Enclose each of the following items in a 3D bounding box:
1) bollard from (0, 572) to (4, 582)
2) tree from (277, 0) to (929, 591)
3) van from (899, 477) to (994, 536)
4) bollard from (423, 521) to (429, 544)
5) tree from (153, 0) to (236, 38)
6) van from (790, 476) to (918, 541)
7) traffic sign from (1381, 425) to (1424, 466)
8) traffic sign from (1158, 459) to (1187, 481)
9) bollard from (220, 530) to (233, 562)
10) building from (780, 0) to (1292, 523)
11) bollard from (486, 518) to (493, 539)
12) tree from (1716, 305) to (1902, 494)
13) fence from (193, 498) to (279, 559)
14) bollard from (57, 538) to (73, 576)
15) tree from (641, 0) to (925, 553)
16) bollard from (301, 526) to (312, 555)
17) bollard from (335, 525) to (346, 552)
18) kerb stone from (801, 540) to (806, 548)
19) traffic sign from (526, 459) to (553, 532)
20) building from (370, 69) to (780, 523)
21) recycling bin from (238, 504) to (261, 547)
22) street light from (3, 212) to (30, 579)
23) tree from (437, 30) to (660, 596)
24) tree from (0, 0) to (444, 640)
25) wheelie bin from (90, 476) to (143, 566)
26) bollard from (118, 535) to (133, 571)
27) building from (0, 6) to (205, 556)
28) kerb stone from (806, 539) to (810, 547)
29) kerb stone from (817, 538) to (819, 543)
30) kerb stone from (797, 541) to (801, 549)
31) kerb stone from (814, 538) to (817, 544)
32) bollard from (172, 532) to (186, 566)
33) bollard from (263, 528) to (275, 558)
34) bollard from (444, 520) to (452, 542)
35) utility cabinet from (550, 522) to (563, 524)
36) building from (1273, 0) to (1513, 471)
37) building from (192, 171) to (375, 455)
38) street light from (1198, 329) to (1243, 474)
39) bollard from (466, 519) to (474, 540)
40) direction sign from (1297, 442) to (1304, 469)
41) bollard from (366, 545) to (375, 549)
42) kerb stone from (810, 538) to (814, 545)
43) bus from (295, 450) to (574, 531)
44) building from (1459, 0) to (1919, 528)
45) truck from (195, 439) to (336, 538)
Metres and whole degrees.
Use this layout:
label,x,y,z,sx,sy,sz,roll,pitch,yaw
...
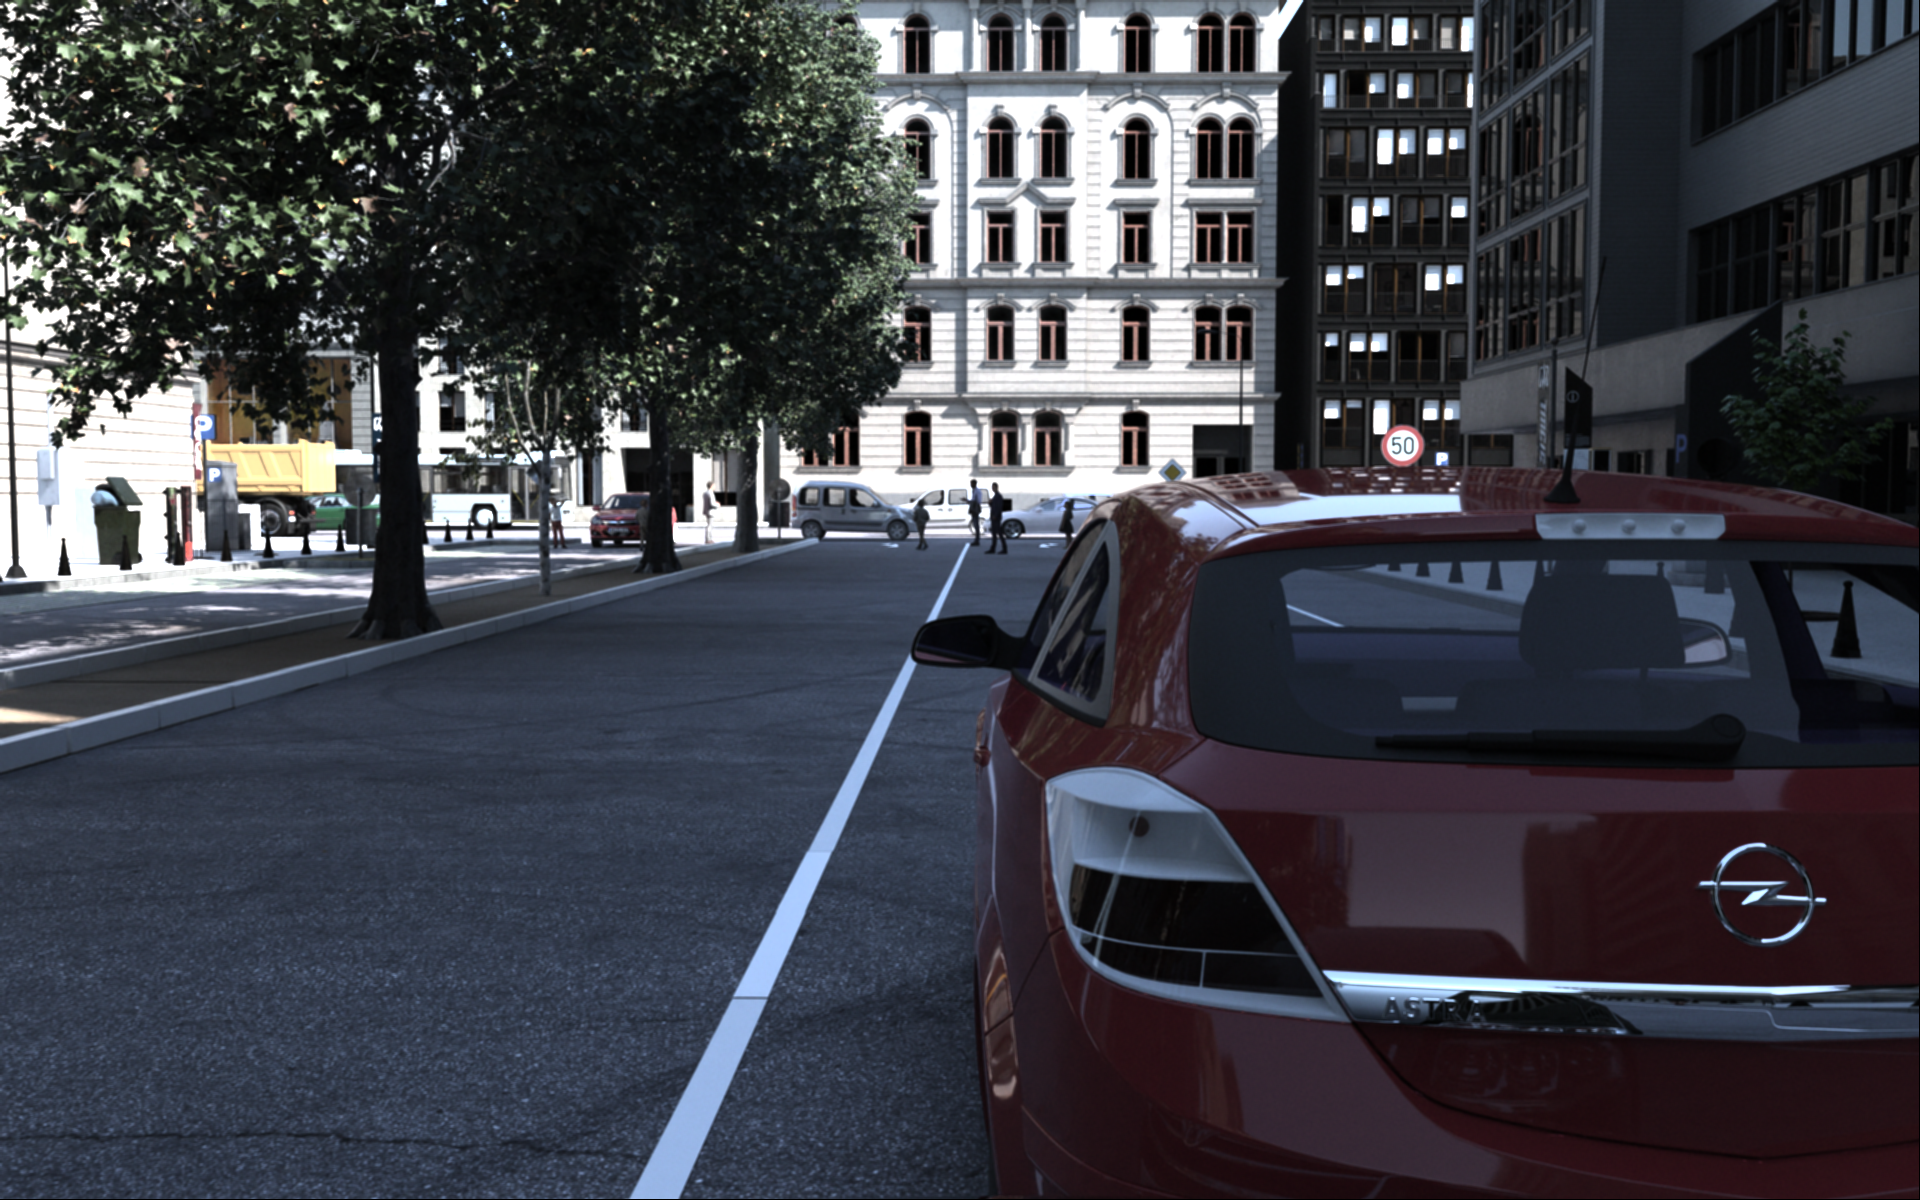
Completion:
label,x,y,z,sx,sy,sz,roll,pitch,yaw
bollard,-14.056,-0.560,25.199,0.229,0.601,0.229,0,3,0
tree,-5.455,-6.837,31.250,9.611,12.733,9.660,0,3,0
van,-0.701,-3.230,59.815,4.112,2.044,2.013,0,4,1
bollard,-13.704,-1.729,44.307,0.229,0.601,0.229,0,3,0
tree,-6.106,-5.711,6.198,12.009,13.543,11.850,0,3,0
van,-3.186,-2.859,53.761,4.112,2.044,2.013,0,4,2
traffic sign,8.131,-1.943,31.876,0.768,2.556,0.104,1,4,10
traffic sign,6.006,-2.776,49.031,0.795,2.450,0.064,0,4,1
bollard,-13.916,-1.028,32.843,0.229,0.601,0.229,0,3,0
building,3.069,-18.061,82.695,23.554,28.519,14.401,0,4,1
bollard,-13.599,-2.081,50.069,0.229,0.601,0.229,0,3,0
tree,8.717,-1.419,17.799,1.663,3.219,1.824,0,3,0
fence,-14.789,-1.473,35.285,0.480,1.192,2.264,1,4,13
bollard,-14.024,-0.677,27.108,0.229,0.601,0.229,0,3,0
tree,-5.242,-8.127,41.983,9.857,13.997,8.962,0,3,0
bollard,-13.847,-1.262,36.673,0.229,0.601,0.229,0,3,0
bollard,-13.810,-1.379,38.581,0.229,0.601,0.229,0,3,0
kerb stone,-4.278,-1.452,45.949,0.120,0.150,1.000,0,4,1
traffic sign,-11.984,-2.798,49.383,0.795,2.450,0.064,0,4,1
building,-17.183,-13.819,80.688,16.860,20.320,10.420,0,4,1
recycling bin,-17.426,-1.792,41.848,0.722,1.027,0.722,1,4,17
street light,-13.841,-3.282,26.195,1.470,5.913,1.316,0,4,1
tree,-5.835,-4.372,24.308,4.360,8.622,3.978,0,3,0
tree,-5.602,-5.972,17.105,9.611,12.733,9.660,0,3,0
wheelie bin,-15.233,-1.429,31.265,0.693,1.594,0.980,0,4,0
bollard,-13.988,-0.794,29.027,0.229,0.601,0.229,0,3,0
building,-28.894,-10.736,40.156,19.286,19.102,10.561,0,4,1
kerb stone,-4.259,-1.515,46.973,0.120,0.150,1.000,0,4,1
kerb stone,-4.195,-1.703,50.048,0.120,0.150,1.000,0,4,1
kerb stone,-4.299,-1.390,44.924,0.120,0.150,1.000,0,4,1
kerb stone,-4.219,-1.641,49.022,0.120,0.150,1.000,0,4,1
bollard,-13.953,-0.911,30.935,0.229,0.601,0.229,0,3,0
bollard,-13.885,-1.145,34.756,0.229,0.601,0.229,0,3,0
bollard,-13.670,-1.847,46.233,0.229,0.601,0.229,0,3,0
utility cabinet,-17.396,-4.016,74.347,0.318,1.500,1.173,0,4,8
building,23.332,-15.376,81.083,15.834,23.373,12.332,0,4,1
building,-40.506,-18.570,81.110,29.804,29.767,11.434,0,4,1
street light,7.394,-4.674,48.956,1.470,5.913,1.316,0,4,1
bollard,-13.633,-1.963,48.143,0.229,0.601,0.229,0,3,0
direction sign,15.006,-5.165,76.450,0.379,3.537,0.876,0,4,-6
bollard,-13.778,-1.495,40.490,0.229,0.601,0.229,0,3,0
kerb stone,-4.239,-1.578,47.998,0.120,0.150,1.000,0,4,1
bus,-21.343,-4.521,68.779,13.247,3.499,2.948,0,4,2
building,19.460,-12.843,29.053,14.314,24.678,30.058,0,4,1
truck,-25.274,-3.638,55.410,9.791,3.379,3.469,0,4,0
